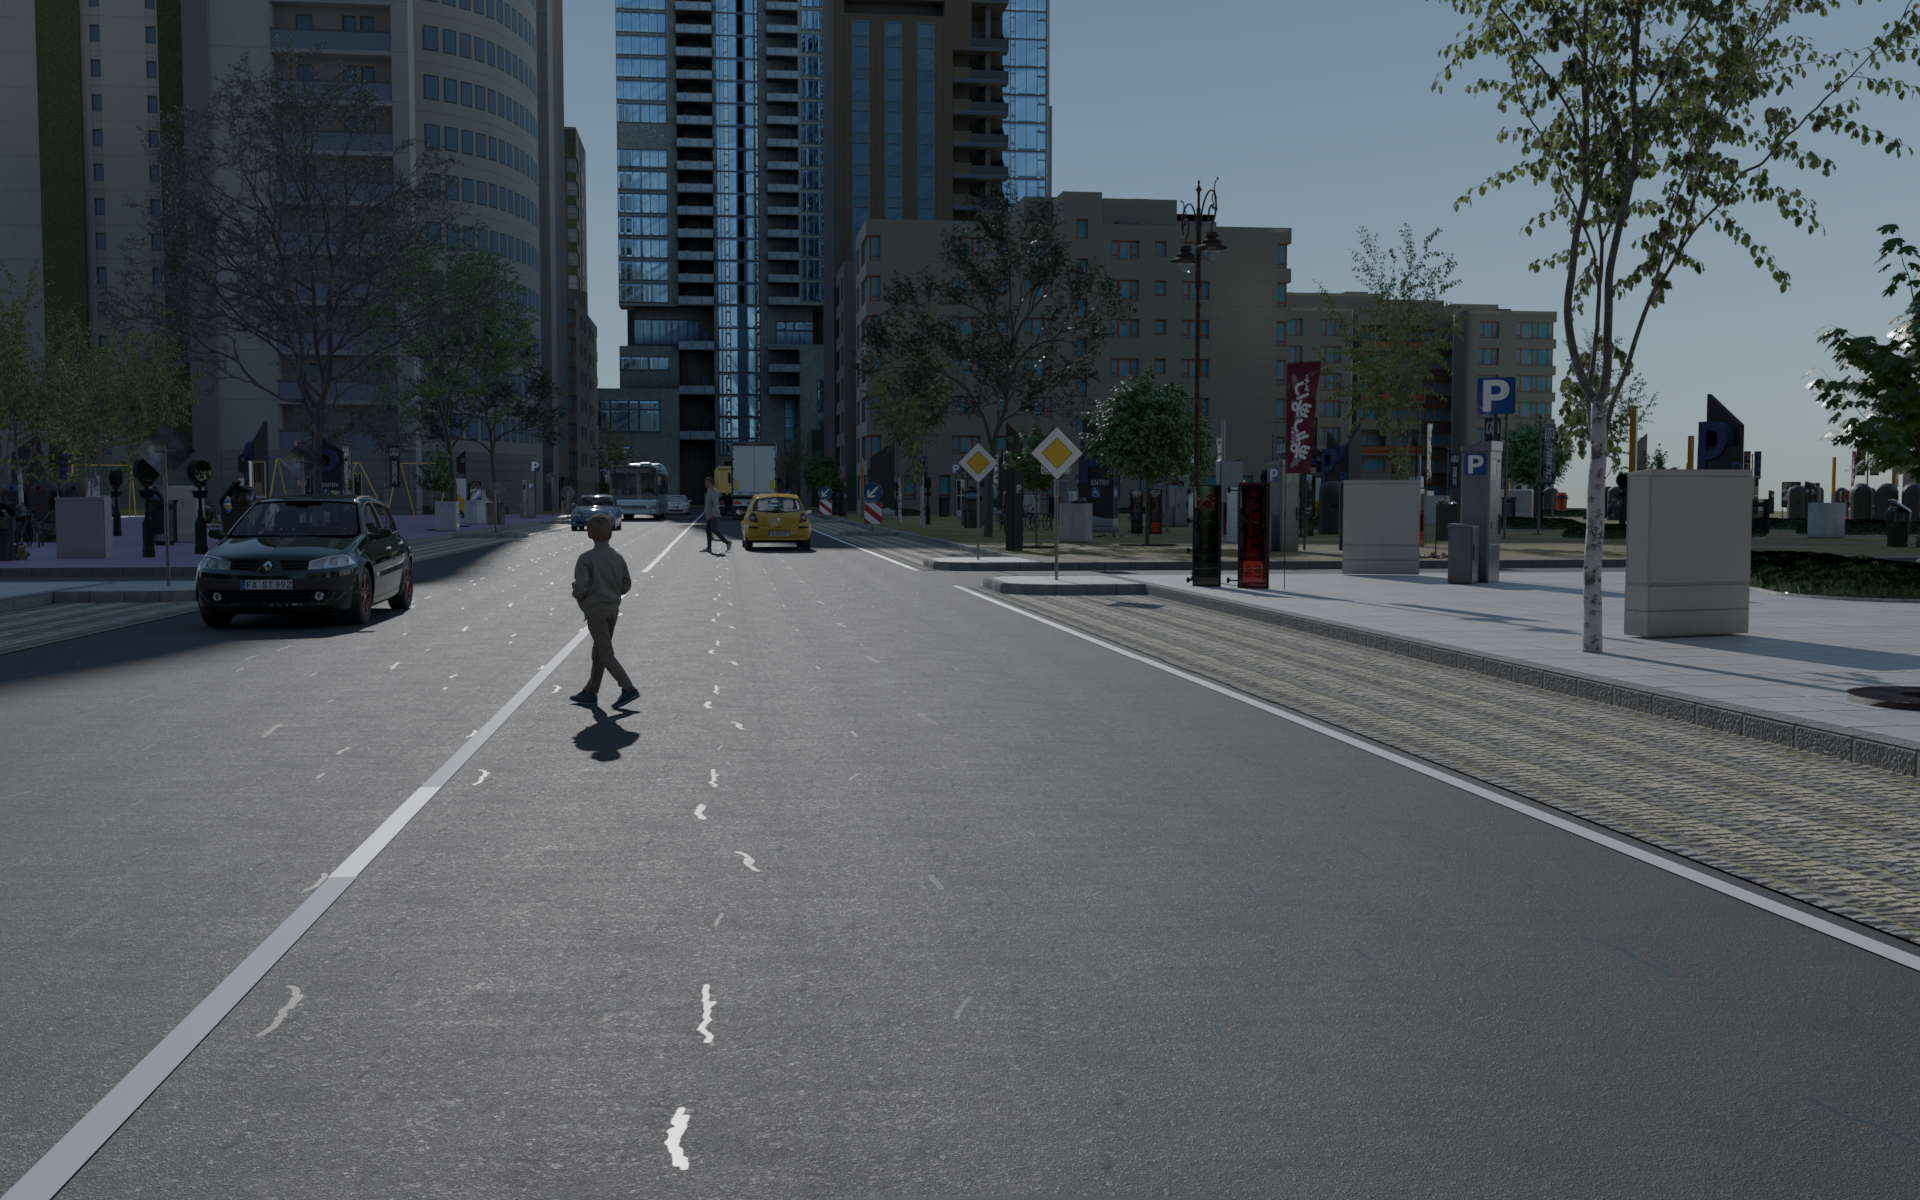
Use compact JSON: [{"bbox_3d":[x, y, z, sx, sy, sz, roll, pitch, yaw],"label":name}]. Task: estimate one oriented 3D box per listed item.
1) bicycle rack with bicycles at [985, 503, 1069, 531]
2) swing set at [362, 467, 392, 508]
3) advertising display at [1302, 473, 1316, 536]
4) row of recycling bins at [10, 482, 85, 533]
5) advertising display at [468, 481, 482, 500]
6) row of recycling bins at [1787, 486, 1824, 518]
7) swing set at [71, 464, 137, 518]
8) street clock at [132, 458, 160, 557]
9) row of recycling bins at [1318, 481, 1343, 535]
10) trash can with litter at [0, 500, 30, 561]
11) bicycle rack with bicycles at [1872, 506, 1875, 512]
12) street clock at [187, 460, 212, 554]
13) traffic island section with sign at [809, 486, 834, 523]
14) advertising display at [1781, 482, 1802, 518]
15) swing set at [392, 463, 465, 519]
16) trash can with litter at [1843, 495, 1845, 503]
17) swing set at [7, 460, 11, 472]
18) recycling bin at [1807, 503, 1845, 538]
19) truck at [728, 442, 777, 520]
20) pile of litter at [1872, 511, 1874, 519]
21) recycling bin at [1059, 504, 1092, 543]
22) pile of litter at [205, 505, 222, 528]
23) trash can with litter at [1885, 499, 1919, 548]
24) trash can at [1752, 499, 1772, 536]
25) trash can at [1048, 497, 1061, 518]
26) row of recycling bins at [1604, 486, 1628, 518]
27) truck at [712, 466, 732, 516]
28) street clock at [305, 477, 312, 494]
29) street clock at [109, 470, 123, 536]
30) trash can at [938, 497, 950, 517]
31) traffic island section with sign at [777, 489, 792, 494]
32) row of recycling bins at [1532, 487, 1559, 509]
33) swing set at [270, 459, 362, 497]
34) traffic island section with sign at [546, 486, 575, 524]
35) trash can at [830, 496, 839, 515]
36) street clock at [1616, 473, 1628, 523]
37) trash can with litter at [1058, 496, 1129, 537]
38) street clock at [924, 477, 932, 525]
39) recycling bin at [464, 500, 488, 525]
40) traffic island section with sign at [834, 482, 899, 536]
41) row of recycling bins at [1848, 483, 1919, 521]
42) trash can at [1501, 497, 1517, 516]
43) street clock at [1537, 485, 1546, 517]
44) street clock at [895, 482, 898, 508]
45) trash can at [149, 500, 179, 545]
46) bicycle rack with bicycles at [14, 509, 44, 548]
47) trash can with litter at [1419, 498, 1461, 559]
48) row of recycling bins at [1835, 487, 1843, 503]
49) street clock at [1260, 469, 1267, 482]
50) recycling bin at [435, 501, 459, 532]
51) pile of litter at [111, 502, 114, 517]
[{"bbox_3d":[2.118,-2.922,61.153,2.852,0.926,2.925,-1,4,-20],"label":"bicycle rack with bicycles"},{"bbox_3d":[-29.918,-5.357,85.212,2.862,2.851,3.119,0,4,-5],"label":"swing set"},{"bbox_3d":[10.678,-2.922,52.982,0.123,1.923,0.974,0,4,-5],"label":"advertising display"},{"bbox_3d":[-31.206,-3.113,58.012,3.534,1.692,1.069,-1,4,-13],"label":"row of recycling bins"},{"bbox_3d":[-24.058,-4.934,85.878,0.123,1.923,0.974,1,4,19],"label":"advertising display"},{"bbox_3d":[41.264,-4.727,84.395,1.069,1.692,3.534,3,5,42],"label":"row of recycling bins"},{"bbox_3d":[-45.494,-5.784,92.184,3.119,2.851,2.862,-2,4,-32],"label":"swing set"},{"bbox_3d":[-16.484,-1.869,35.136,0.471,2.002,0.358,-3,5,-43],"label":"street clock"},{"bbox_3d":[12.451,-3.015,56.404,1.069,1.692,3.534,2,4,24],"label":"row of recycling bins"},{"bbox_3d":[-18.476,-1.349,33.444,0.624,1.170,1.055,0,4,-2],"label":"trash can with litter"},{"bbox_3d":[50.327,-5.113,96.977,2.852,0.926,2.925,-1,4,-15],"label":"bicycle rack with bicycles"},{"bbox_3d":[-16.221,-1.982,36.978,0.358,2.002,0.471,2,4,24],"label":"street clock"},{"bbox_3d":[-6.861,-4.756,86.388,1.989,1.847,2.006,0,4,-8],"label":"traffic island section with sign"},{"bbox_3d":[42.958,-5.156,89.517,0.123,1.923,0.974,-3,5,-39],"label":"advertising display"},{"bbox_3d":[-26.877,-5.453,86.776,3.119,2.851,2.862,1,4,12],"label":"swing set"},{"bbox_3d":[47.027,-4.926,91.591,1.678,1.210,2.233,-2,4,-27],"label":"trash can with litter"},{"bbox_3d":[-44.315,-5.035,79.946,3.119,2.851,2.862,0,4,5],"label":"swing set"},{"bbox_3d":[25.269,-2.322,50.522,0.722,1.027,0.722,-1,4,-14],"label":"recycling bin"},{"bbox_3d":[-11.772,-6.698,98.427,2.839,4.237,11.283,0,4,-7],"label":"truck"},{"bbox_3d":[45.953,-4.500,87.548,1.176,0.858,1.719,0,4,-7],"label":"pile of litter"},{"bbox_3d":[3.057,-2.026,45.678,0.722,1.027,0.722,1,4,19],"label":"recycling bin"},{"bbox_3d":[-28.919,-3.218,66.576,1.719,0.858,1.176,-1,4,-18],"label":"pile of litter"},{"bbox_3d":[22.923,-1.861,41.807,1.055,1.170,0.624,2,4,32],"label":"trash can with litter"},{"bbox_3d":[24.636,-2.554,53.407,0.748,1.137,0.748,0,3,0],"label":"trash can"},{"bbox_3d":[5.002,-4.896,91.704,0.748,1.137,0.748,0,3,0],"label":"trash can"},{"bbox_3d":[34.449,-5.153,91.366,1.069,1.692,3.534,-1,4,-13],"label":"row of recycling bins"},{"bbox_3d":[-15.357,-7.499,118.534,3.469,3.379,9.791,0,4,-6],"label":"truck"},{"bbox_3d":[-26.306,-3.990,69.799,0.358,2.002,0.471,-1,4,-22],"label":"street clock"},{"bbox_3d":[-25.729,-2.952,52.830,0.358,2.002,0.471,0,4,-4],"label":"street clock"},{"bbox_3d":[-0.894,-5.261,97.667,0.748,1.137,0.748,0,3,0],"label":"trash can"},{"bbox_3d":[-13.621,-7.776,135.771,1.989,1.847,2.006,0,4,-8],"label":"traffic island section with sign"},{"bbox_3d":[35.531,-6.015,105.454,1.069,1.692,3.534,0,4,2],"label":"row of recycling bins"},{"bbox_3d":[-28.728,-4.845,76.830,3.119,2.851,2.862,0,4,1],"label":"swing set"},{"bbox_3d":[-18.905,-4.590,83.676,1.989,1.847,2.006,0,4,-8],"label":"traffic island section with sign"},{"bbox_3d":[-7.624,-5.774,106.052,0.748,1.137,0.748,0,3,0],"label":"trash can"},{"bbox_3d":[23.318,-3.447,60.928,0.358,2.002,0.471,-3,4,-36],"label":"street clock"},{"bbox_3d":[3.969,-2.490,51.771,2.233,1.210,1.678,0,4,-3],"label":"trash can with litter"},{"bbox_3d":[-1.348,-4.180,72.918,0.358,2.002,0.471,0,4,-7],"label":"street clock"},{"bbox_3d":[-20.345,-3.689,72.875,0.722,1.027,0.722,2,4,28],"label":"recycling bin"},{"bbox_3d":[-3.180,-3.123,59.684,1.989,1.847,2.006,0,4,-8],"label":"traffic island section with sign"},{"bbox_3d":[35.010,-3.506,64.434,3.534,1.692,1.069,3,4,37],"label":"row of recycling bins"},{"bbox_3d":[25.214,-4.154,79.570,0.748,1.137,0.748,0,3,0],"label":"trash can"},{"bbox_3d":[24.907,-4.265,74.304,0.358,2.002,0.471,-1,4,-21],"label":"street clock"},{"bbox_3d":[-3.858,-6.098,104.276,0.471,2.002,0.358,2,4,32],"label":"street clock"},{"bbox_3d":[-19.977,-1.946,43.463,0.748,1.137,0.748,0,3,0],"label":"trash can"},{"bbox_3d":[-23.207,-1.722,41.532,2.852,0.926,2.925,-2,4,-24],"label":"bicycle rack with bicycles"},{"bbox_3d":[9.461,-1.464,34.991,2.233,1.210,1.678,1,4,9],"label":"trash can with litter"},{"bbox_3d":[56.025,-6.143,107.553,3.534,1.692,1.069,0,4,1],"label":"row of recycling bins"},{"bbox_3d":[8.910,-2.773,49.914,0.471,2.002,0.358,-1,4,-21],"label":"street clock"},{"bbox_3d":[-17.619,-2.872,59.516,0.722,1.027,0.722,-1,4,-9],"label":"recycling bin"},{"bbox_3d":[-46.984,-4.966,95.166,1.176,0.858,1.719,1,4,13],"label":"pile of litter"}]
